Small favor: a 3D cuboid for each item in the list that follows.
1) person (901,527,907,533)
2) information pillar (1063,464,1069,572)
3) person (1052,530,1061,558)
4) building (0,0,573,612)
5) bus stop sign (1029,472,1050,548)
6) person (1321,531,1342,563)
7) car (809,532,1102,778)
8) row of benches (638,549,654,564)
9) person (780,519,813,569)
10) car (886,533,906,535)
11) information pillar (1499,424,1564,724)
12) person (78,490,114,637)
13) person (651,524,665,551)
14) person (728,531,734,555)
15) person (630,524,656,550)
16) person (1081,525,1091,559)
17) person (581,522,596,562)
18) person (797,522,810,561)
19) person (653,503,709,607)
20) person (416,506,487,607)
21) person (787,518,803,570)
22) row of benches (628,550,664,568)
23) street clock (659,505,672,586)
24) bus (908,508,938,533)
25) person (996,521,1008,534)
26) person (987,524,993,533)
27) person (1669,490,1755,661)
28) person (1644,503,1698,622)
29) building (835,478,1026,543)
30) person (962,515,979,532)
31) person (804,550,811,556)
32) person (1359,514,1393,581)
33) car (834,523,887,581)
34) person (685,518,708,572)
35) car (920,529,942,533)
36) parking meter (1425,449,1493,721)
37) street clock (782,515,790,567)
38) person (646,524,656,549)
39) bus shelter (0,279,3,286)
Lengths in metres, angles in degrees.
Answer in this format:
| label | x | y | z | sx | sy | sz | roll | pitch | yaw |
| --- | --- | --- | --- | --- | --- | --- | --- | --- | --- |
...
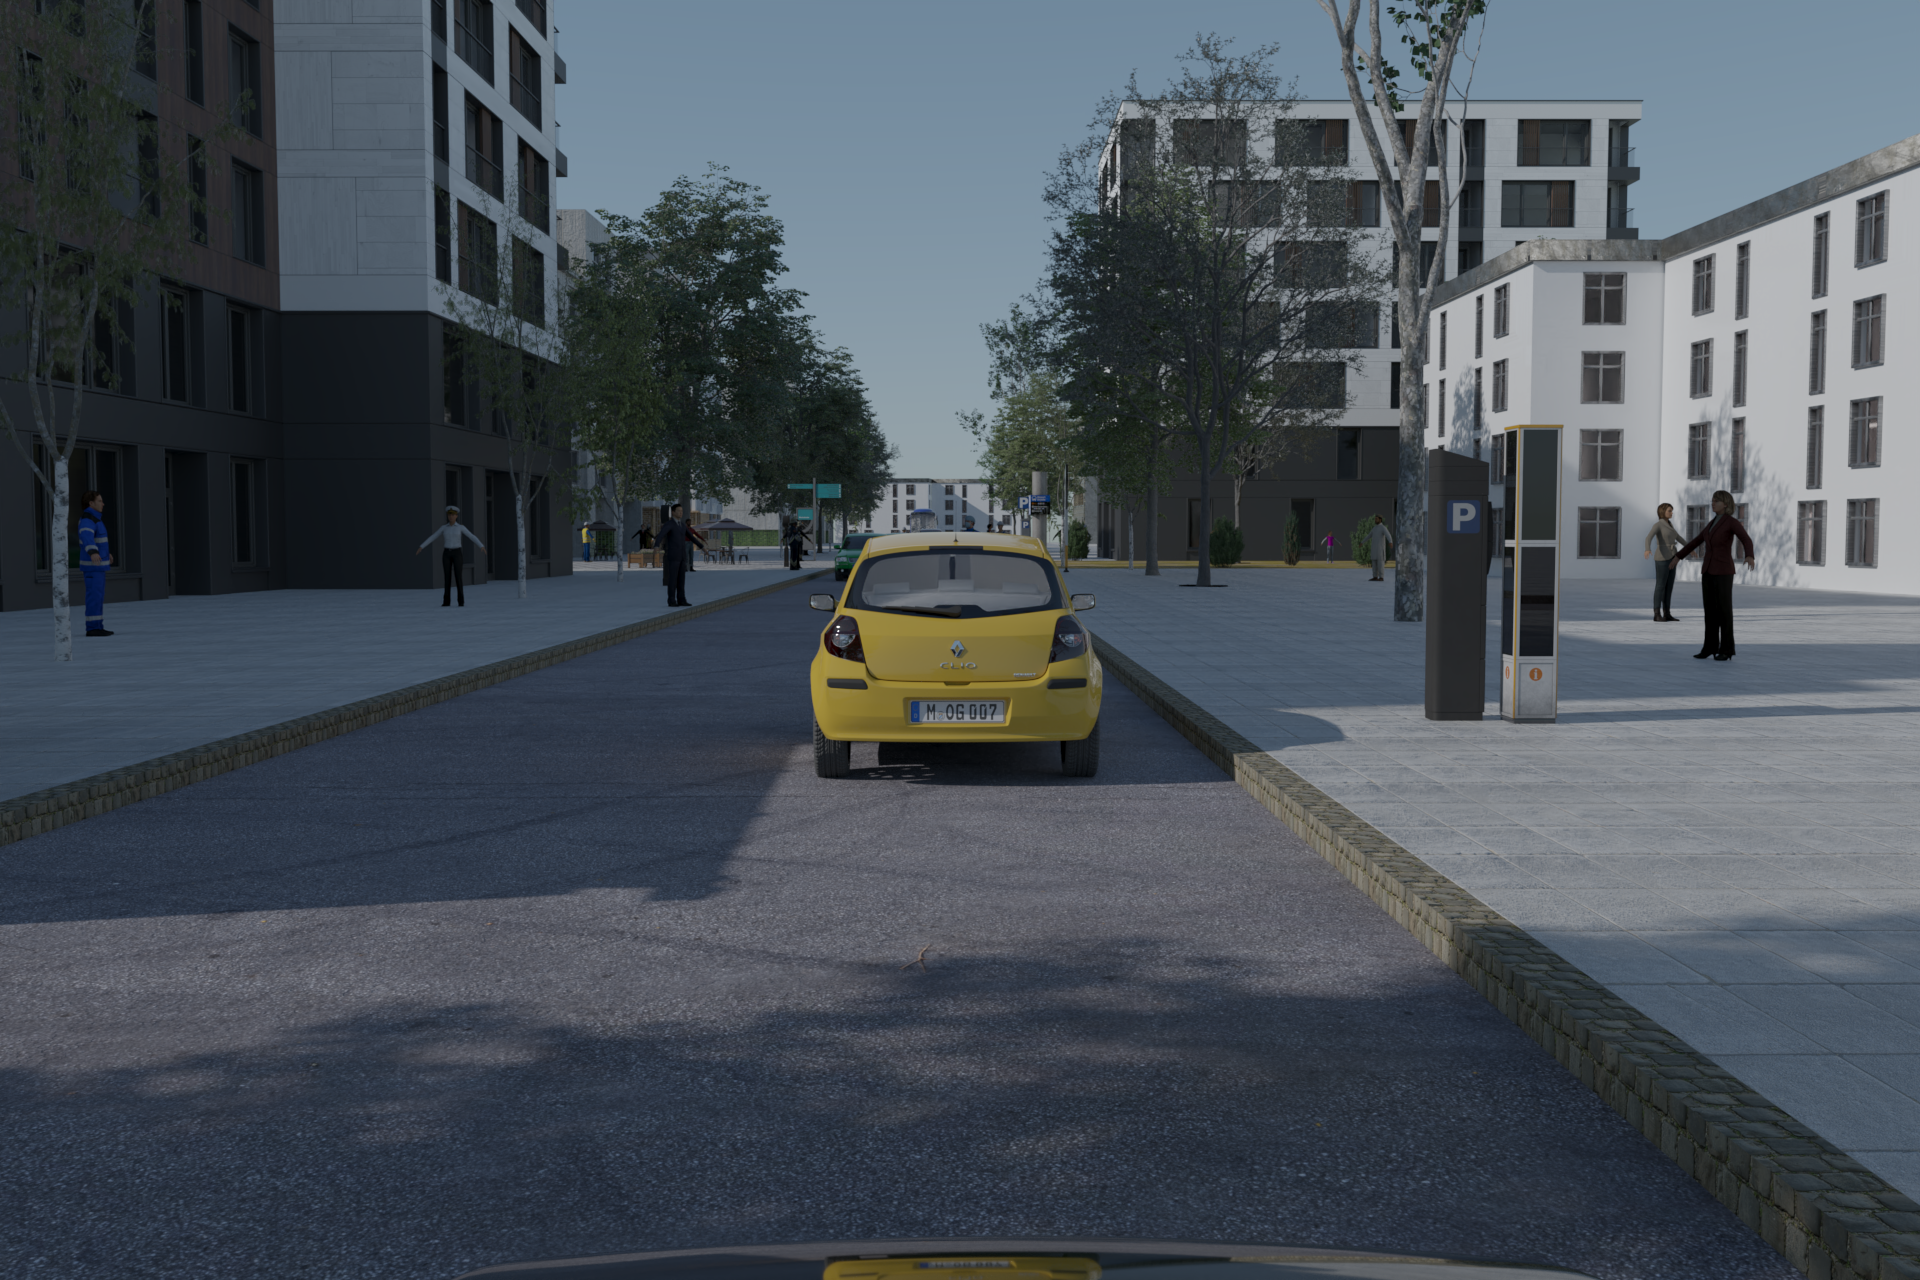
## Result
| label | x | y | z | sx | sy | sz | roll | pitch | yaw |
| --- | --- | --- | --- | --- | --- | --- | --- | --- | --- |
| person | -2.540 | -4.390 | 80.704 | 0.721 | 1.772 | 1.216 | -3 | 5 | -42 |
| information pillar | 3.575 | -4.091 | 58.249 | 0.183 | 3.616 | 0.504 | 0 | 3 | 0 |
| person | 5.544 | -5.296 | 92.735 | 1.346 | 1.812 | 0.704 | 2 | 4 | 26 |
| building | -26.147 | -11.832 | 37.425 | 27.936 | 21.610 | 32.646 | 0 | 4 | 0 |
| bus stop sign | 3.364 | -5.149 | 73.203 | 0.837 | 3.901 | 0.837 | 0 | 4 | -2 |
| person | 16.278 | -4.081 | 75.986 | 0.991 | 1.433 | 0.599 | -1 | 4 | -15 |
| car | -0.044 | -0.086 | 11.628 | 2.015 | 1.641 | 3.980 | 0 | 4 | -1 |
| row of benches | -12.758 | -3.408 | 71.178 | 1.422 | 0.672 | 4.104 | -1 | 4 | -14 |
| person | -6.107 | -3.575 | 64.392 | 1.347 | 1.837 | 0.705 | -2 | 4 | -33 |
| car | -2.335 | -3.516 | 66.286 | 1.959 | 1.807 | 4.718 | 0 | 4 | 0 |
| information pillar | 3.881 | -0.446 | 11.780 | 0.304 | 2.012 | 0.304 | 0 | 4 | -1 |
| person | -10.851 | -0.966 | 21.771 | 0.704 | 1.831 | 1.345 | -1 | 4 | -20 |
| person | -12.924 | -4.235 | 75.962 | 1.216 | 1.740 | 0.721 | -1 | 4 | -12 |
| person | -13.662 | -5.957 | 103.579 | 0.705 | 1.806 | 1.347 | -1 | 4 | -10 |
| person | -16.751 | -5.221 | 91.557 | 1.347 | 1.806 | 0.705 | -1 | 4 | -14 |
| person | 6.482 | -5.165 | 90.909 | 0.721 | 1.772 | 1.216 | 3 | 5 | 43 |
| person | -16.992 | -4.468 | 79.029 | 0.705 | 1.833 | 1.349 | -3 | 4 | -38 |
| person | -7.526 | -4.615 | 81.226 | 1.354 | 1.856 | 0.705 | 3 | 5 | 42 |
| person | -4.984 | -1.504 | 30.632 | 0.704 | 1.823 | 1.345 | 2 | 4 | 34 |
| person | -8.987 | -1.479 | 30.639 | 1.216 | 1.778 | 0.721 | 0 | 4 | -4 |
| person | -5.863 | -3.390 | 61.292 | 0.704 | 1.845 | 1.351 | -2 | 4 | -24 |
| row of benches | -11.668 | -3.152 | 67.001 | 1.422 | 0.672 | 4.104 | 1 | 4 | 15 |
| street clock | -7.266 | -2.344 | 42.886 | 0.358 | 2.002 | 0.471 | 0 | 4 | 0 |
| bus | -3.518 | -10.915 | 170.007 | 2.896 | 3.916 | 12.251 | 0 | 3 | 0 |
| person | 1.268 | -2.849 | 54.894 | 1.347 | 1.847 | 0.705 | 2 | 4 | 32 |
| person | 1.617 | -5.214 | 91.388 | 0.704 | 1.843 | 1.345 | 1 | 4 | 23 |
| person | 7.659 | -0.662 | 17.628 | 0.721 | 1.729 | 1.215 | -1 | 4 | -15 |
| person | 10.376 | -1.135 | 25.317 | 1.215 | 1.744 | 0.721 | -2 | 4 | -34 |
| building | -4.219 | -19.257 | 259.455 | 28.070 | 9.664 | 9.099 | 0 | 4 | 6 |
| person | 0.182 | -1.665 | 35.809 | 1.347 | 1.817 | 0.704 | 2 | 4 | 32 |
| person | -9.100 | -5.913 | 102.907 | 0.704 | 1.802 | 1.346 | -2 | 4 | -29 |
| person | 11.383 | -2.516 | 47.226 | 0.704 | 1.819 | 1.344 | -2 | 4 | -26 |
| car | -2.939 | -2.783 | 54.294 | 1.959 | 1.807 | 4.718 | 0 | 3 | 0 |
| person | -9.219 | -3.231 | 58.927 | 1.345 | 1.816 | 0.704 | -3 | 4 | -38 |
| car | -2.058 | -6.923 | 121.864 | 2.281 | 1.827 | 5.304 | 0 | 4 | 0 |
| parking meter | 3.443 | -0.382 | 11.956 | 0.399 | 1.863 | 0.255 | 0 | 4 | 0 |
| street clock | -6.751 | -3.839 | 67.340 | 0.358 | 2.002 | 0.471 | 0 | 4 | 1 |
| person | -18.253 | -5.869 | 101.726 | 0.705 | 1.858 | 1.354 | 2 | 4 | 23 |
| bus shelter | -6.918 | -0.867 | 8.098 | 2.014 | 3.302 | 5.546 | 0 | 4 | -1 |
